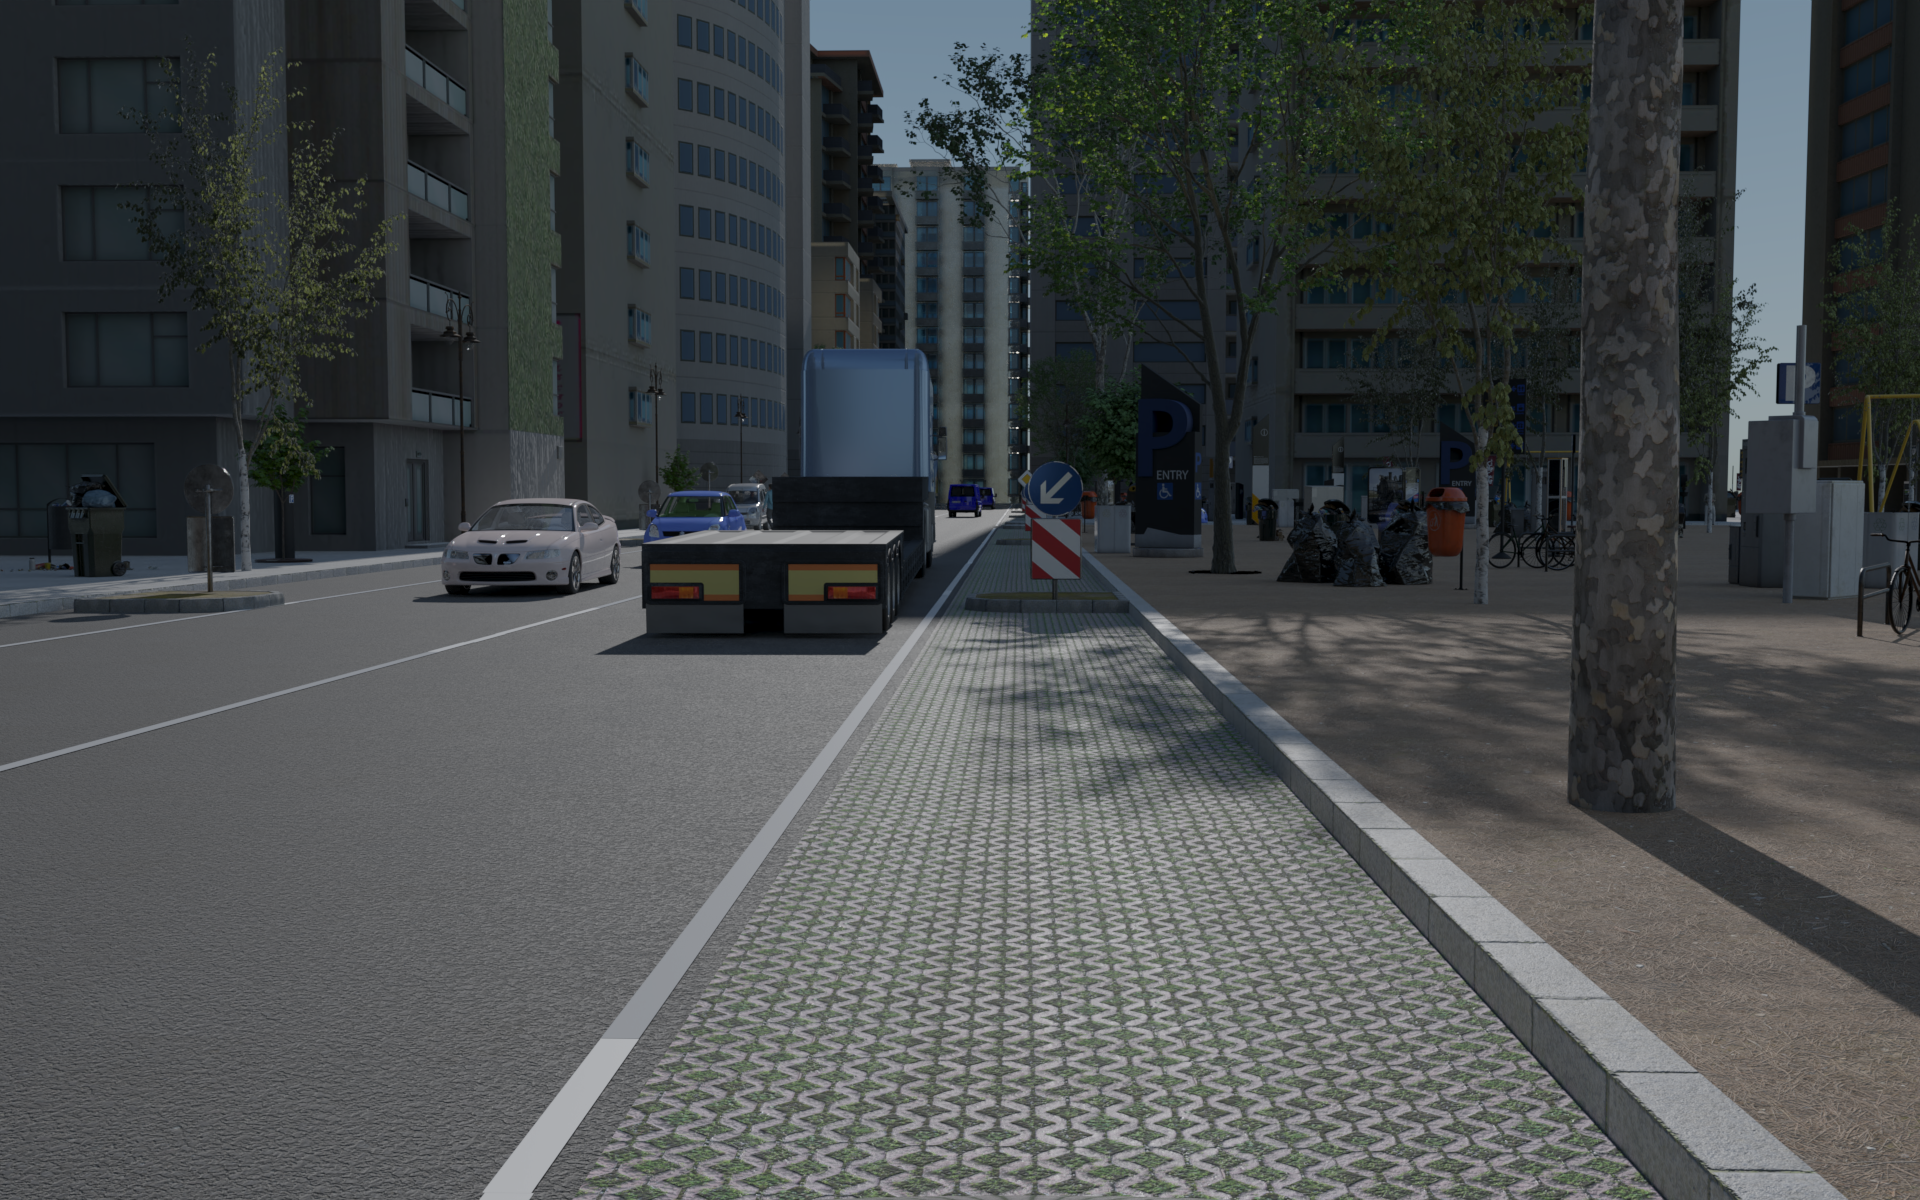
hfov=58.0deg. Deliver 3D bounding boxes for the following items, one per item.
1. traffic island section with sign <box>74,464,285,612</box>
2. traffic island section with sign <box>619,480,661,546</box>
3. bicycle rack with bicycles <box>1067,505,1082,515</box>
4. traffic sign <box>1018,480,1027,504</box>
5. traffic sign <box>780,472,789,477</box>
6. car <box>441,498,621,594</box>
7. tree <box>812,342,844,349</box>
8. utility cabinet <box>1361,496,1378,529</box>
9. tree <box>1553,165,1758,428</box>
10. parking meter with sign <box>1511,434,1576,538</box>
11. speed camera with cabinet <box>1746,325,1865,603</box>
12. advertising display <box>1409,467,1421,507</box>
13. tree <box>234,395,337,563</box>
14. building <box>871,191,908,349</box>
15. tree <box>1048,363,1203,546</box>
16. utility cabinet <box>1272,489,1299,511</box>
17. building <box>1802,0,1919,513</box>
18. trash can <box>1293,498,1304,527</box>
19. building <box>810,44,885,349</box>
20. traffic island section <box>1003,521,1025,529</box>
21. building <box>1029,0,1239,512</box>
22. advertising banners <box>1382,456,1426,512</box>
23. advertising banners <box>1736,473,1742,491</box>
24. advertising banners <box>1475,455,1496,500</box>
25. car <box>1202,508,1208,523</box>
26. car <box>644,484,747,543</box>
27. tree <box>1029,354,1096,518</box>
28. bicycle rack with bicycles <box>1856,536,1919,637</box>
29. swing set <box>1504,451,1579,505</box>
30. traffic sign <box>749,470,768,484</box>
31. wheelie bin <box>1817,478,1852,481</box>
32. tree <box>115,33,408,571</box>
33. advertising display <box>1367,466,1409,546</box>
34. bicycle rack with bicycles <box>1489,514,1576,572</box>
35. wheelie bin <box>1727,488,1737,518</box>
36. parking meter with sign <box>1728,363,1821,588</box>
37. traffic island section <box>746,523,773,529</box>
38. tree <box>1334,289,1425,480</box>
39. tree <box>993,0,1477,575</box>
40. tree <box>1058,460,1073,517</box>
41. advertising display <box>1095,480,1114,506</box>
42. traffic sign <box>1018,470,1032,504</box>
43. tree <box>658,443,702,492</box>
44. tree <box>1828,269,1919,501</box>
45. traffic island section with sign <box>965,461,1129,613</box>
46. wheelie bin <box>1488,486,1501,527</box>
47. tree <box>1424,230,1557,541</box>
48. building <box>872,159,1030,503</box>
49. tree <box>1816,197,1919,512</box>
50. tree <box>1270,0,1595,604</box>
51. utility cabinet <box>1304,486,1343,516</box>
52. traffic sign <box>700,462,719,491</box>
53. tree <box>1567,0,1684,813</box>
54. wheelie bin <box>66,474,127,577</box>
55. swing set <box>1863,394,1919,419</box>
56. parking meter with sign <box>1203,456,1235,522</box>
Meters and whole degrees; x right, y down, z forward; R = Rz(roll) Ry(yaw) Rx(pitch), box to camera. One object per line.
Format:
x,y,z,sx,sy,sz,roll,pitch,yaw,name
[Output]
-9.738,-0.813,21.916,1.989,1.847,2.006,0,4,2,traffic island section with sign
-8.808,-2.460,48.855,1.989,1.847,2.006,0,4,2,traffic island section with sign
7.098,-5.754,107.455,2.852,0.926,2.925,-2,4,-27,bicycle rack with bicycles
3.037,-4.620,79.179,0.795,2.450,0.064,0,4,2,traffic sign
-8.050,-4.645,79.581,0.795,2.450,0.064,0,4,2,traffic sign
-6.399,-0.849,26.250,2.083,1.381,4.827,0,4,0,car
-9.197,-11.483,113.497,9.928,11.665,9.643,0,3,0,tree
15.473,-3.266,64.563,1.020,1.237,0.306,1,4,14,utility cabinet
16.090,-5.471,39.810,4.360,8.622,3.978,0,3,0,tree
17.056,-3.329,50.684,1.738,3.016,0.543,1,4,16,parking meter with sign
10.252,-1.629,20.965,2.038,3.252,0.660,-3,5,-41,speed camera with cabinet
10.480,-2.208,41.314,0.974,1.923,0.123,0,4,-2,advertising display
-12.869,-2.331,32.710,1.663,3.219,1.824,0,3,0,tree
-18.719,-31.912,213.638,23.993,40.220,32.217,0,4,2,building
4.403,-3.659,43.537,4.285,4.588,4.351,0,3,0,tree
14.714,-4.260,78.335,1.173,1.500,0.318,0,4,-4,utility cabinet
58.859,-26.565,88.958,28.867,44.769,22.147,0,4,2,building
11.118,-2.719,56.108,0.748,1.137,0.748,0,3,0,trash can
-18.981,-31.480,169.319,22.147,44.769,28.867,0,4,2,building
3.061,-3.485,79.256,2.009,0.180,2.903,0,4,2,traffic island section
16.083,-36.430,137.624,21.231,58.520,28.212,0,4,2,building
20.502,-5.127,80.007,2.074,3.025,0.090,2,4,32,advertising banners
63.871,-9.026,143.768,2.074,3.025,0.090,1,4,15,advertising banners
23.182,-5.029,78.413,2.074,3.025,0.090,1,4,23,advertising banners
8.965,-4.041,75.656,3.694,1.707,1.945,0,4,3,car
-5.477,-1.619,36.055,1.945,1.707,3.694,0,4,1,car
5.763,-8.628,91.432,4.360,8.622,3.978,0,3,0,tree
9.525,-0.149,15.818,2.852,0.926,2.925,3,4,36,bicycle rack with bicycles
21.287,-4.002,63.046,3.119,2.851,2.862,1,4,13,swing set
-8.326,-4.156,71.600,0.795,2.450,0.064,0,4,2,traffic sign
17.105,-1.588,33.876,0.693,1.594,0.980,-3,4,-38,wheelie bin
-11.676,-4.787,28.633,4.360,8.622,3.978,0,3,0,tree
9.989,-2.163,40.580,0.123,1.923,0.974,-3,5,-43,advertising display
10.453,-0.987,29.515,2.925,0.926,2.852,0,4,5,bicycle rack with bicycles
41.949,-5.286,94.340,0.693,1.594,0.980,2,4,23,wheelie bin
11.141,-1.689,23.881,0.543,3.016,1.738,0,4,1,parking meter with sign
-8.349,-3.020,71.663,2.009,0.180,2.903,0,4,2,traffic island section
14.685,-6.501,56.648,4.360,8.622,3.978,0,3,0,tree
4.342,-6.236,27.710,9.928,11.665,9.643,0,3,0,tree
6.074,-6.354,98.497,1.663,3.219,1.824,0,3,0,tree
6.634,-4.535,79.369,0.974,1.923,0.123,-2,4,-29,advertising display
2.761,-4.132,71.199,0.795,2.450,0.064,0,4,2,traffic sign
-10.614,-4.367,65.999,1.663,3.219,1.824,0,3,0,tree
30.594,-6.455,55.899,4.360,8.622,3.978,0,3,0,tree
1.074,-0.797,21.667,1.989,1.847,2.006,0,4,2,traffic island section with sign
20.464,-3.603,66.819,0.693,1.594,0.980,-3,5,-40,wheelie bin
15.598,-5.922,47.190,4.360,8.622,3.978,0,3,0,tree
-4.278,-38.570,250.220,30.456,49.044,23.786,0,4,2,building
23.692,-5.721,43.906,4.737,8.622,4.395,0,3,0,tree
5.857,-4.255,19.935,4.737,8.622,4.395,0,3,0,tree
9.620,-2.270,45.800,1.173,1.500,0.318,-2,4,-34,utility cabinet
-10.104,-4.261,69.771,0.768,2.556,0.104,0,4,8,traffic sign
4.128,-9.184,6.052,12.611,20.169,13.585,0,3,0,tree
-13.403,-1.161,26.887,0.980,1.594,0.693,2,4,31,wheelie bin
15.752,-1.789,26.875,3.119,2.851,2.862,1,4,21,swing set
11.947,-5.163,80.680,0.543,3.016,1.738,-2,4,-27,parking meter with sign
